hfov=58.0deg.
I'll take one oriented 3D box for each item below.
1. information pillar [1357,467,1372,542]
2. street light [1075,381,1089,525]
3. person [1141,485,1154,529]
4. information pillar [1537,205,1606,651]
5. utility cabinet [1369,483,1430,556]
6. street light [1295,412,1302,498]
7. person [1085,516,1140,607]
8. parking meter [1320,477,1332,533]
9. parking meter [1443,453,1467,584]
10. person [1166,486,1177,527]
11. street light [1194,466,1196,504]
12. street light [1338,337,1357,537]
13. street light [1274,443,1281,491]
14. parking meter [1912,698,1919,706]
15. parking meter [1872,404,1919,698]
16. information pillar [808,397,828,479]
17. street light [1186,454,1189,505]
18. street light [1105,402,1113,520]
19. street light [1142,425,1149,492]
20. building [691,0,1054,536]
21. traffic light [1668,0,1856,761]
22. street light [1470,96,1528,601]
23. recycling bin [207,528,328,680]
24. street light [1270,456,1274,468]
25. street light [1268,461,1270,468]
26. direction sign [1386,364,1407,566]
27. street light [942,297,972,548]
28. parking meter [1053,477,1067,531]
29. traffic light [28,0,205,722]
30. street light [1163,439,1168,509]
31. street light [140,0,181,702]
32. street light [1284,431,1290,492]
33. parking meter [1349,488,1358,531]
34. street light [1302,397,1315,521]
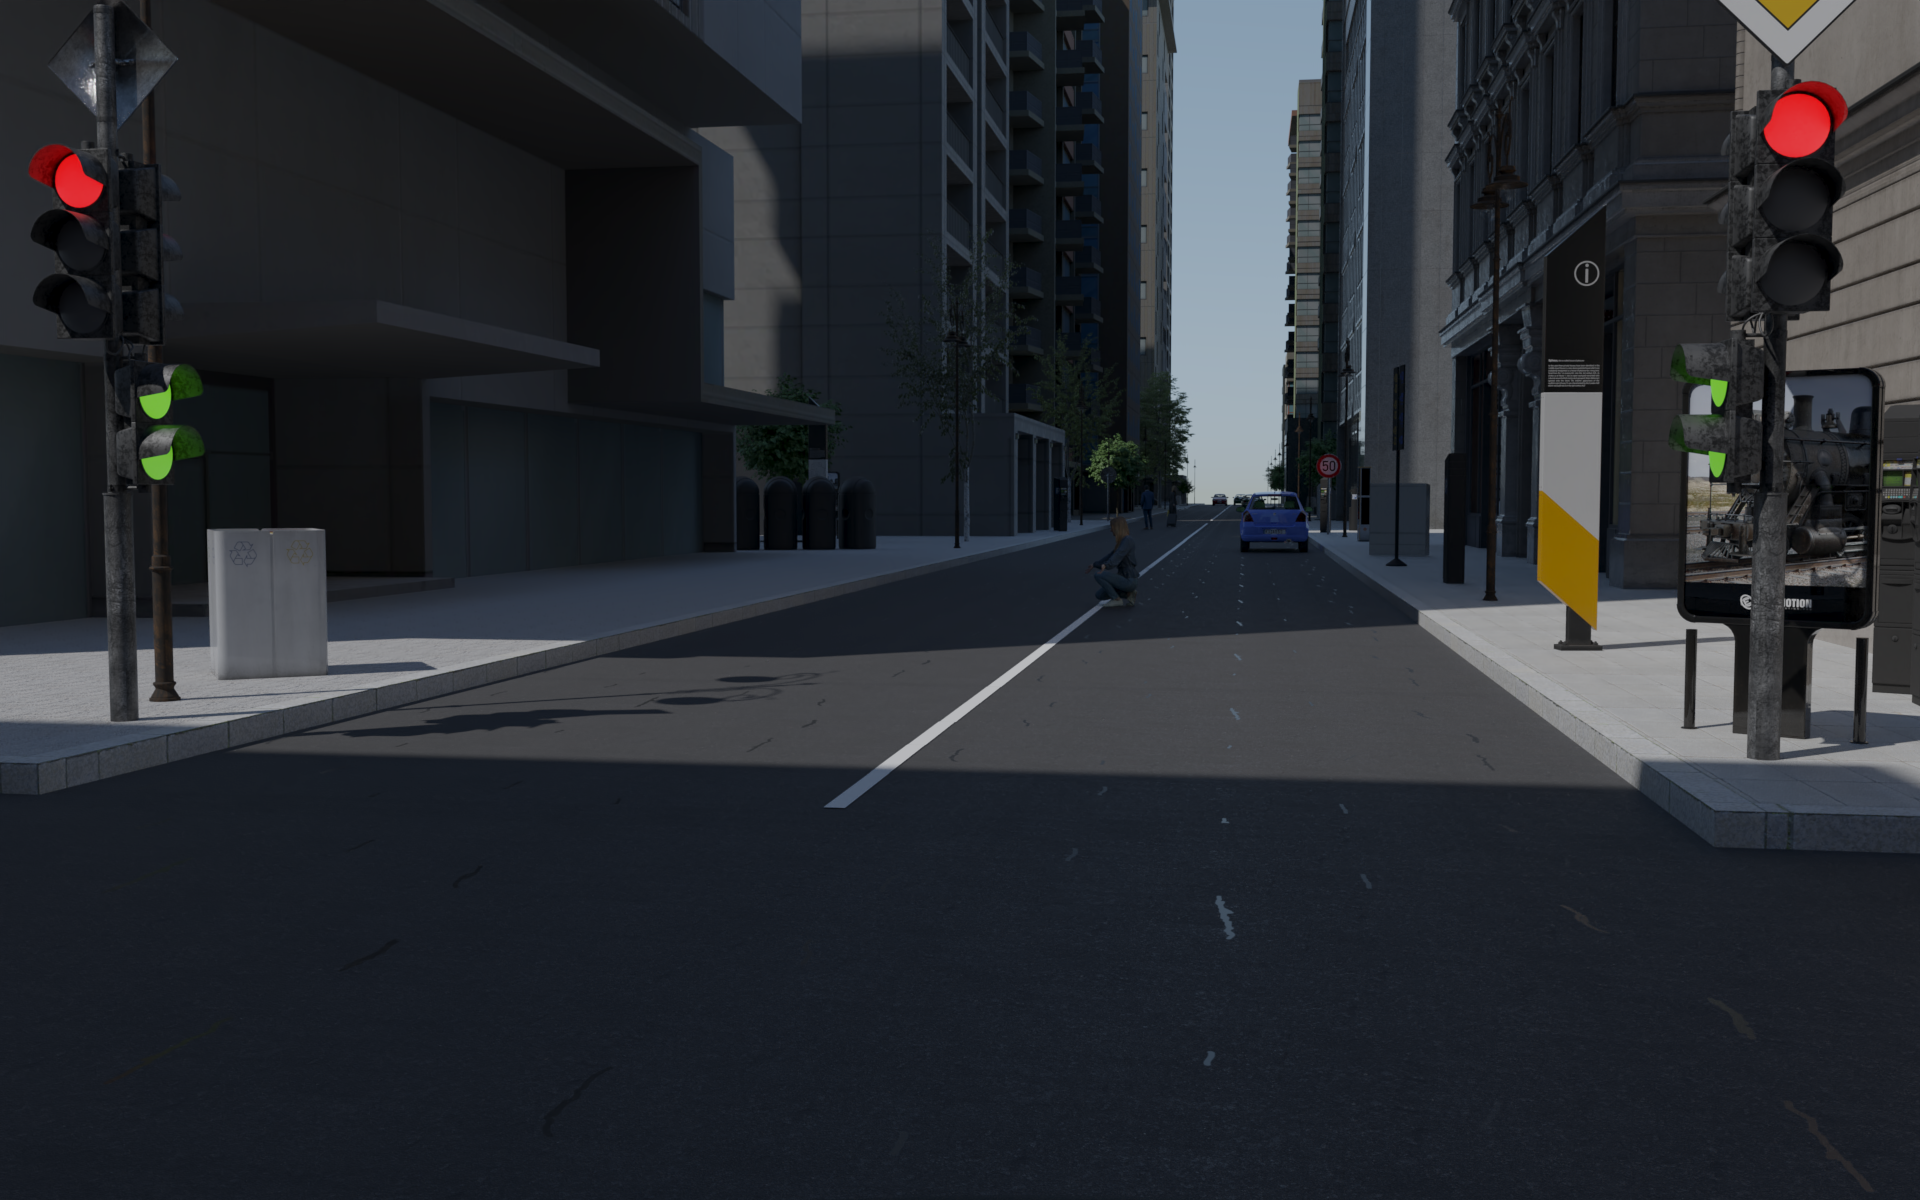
[{"bbox_3d":[10.906,-2.583,46.727,0.304,2.012,0.304,0,4,1],"label":"information pillar"},{"bbox_3d":[4.981,-6.002,70.913,0.468,5.910,1.993,1,4,9],"label":"street light"},{"bbox_3d":[7.618,-3.766,70.257,0.721,1.800,0.419,-2,4,-31],"label":"person"},{"bbox_3d":[5.002,-1.394,14.140,0.504,3.616,0.183,0,4,1],"label":"information pillar"},{"bbox_3d":[9.077,-1.656,35.756,1.173,1.500,0.318,2,4,30],"label":"utility cabinet"},{"bbox_3d":[19.038,-7.614,97.275,0.468,5.910,1.993,1,4,9],"label":"street light"},{"bbox_3d":[1.925,-0.494,22.075,0.738,1.151,1.012,1,4,8],"label":"person"},{"bbox_3d":[12.183,-3.180,57.706,0.255,1.863,0.399,2,4,35],"label":"parking meter"},{"bbox_3d":[7.104,-1.172,24.877,0.255,1.863,0.399,0,4,6],"label":"parking meter"},{"bbox_3d":[9.315,-4.129,76.221,0.699,1.804,1.509,1,4,20],"label":"person"},{"bbox_3d":[30.982,-15.643,228.553,0.468,5.910,1.993,1,4,9],"label":"street light"},{"bbox_3d":[11.439,-4.803,51.312,0.468,5.910,1.993,1,4,9],"label":"street light"},{"bbox_3d":[29.047,-11.300,157.547,0.468,5.910,1.993,1,4,9],"label":"street light"},{"bbox_3d":[5.959,-0.289,10.439,0.399,1.863,0.255,1,4,17],"label":"parking meter"},{"bbox_3d":[6.086,-0.335,11.182,0.255,1.863,0.399,3,4,38],"label":"parking meter"},{"bbox_3d":[-3.422,-3.076,41.640,0.504,3.616,0.183,1,4,23],"label":"information pillar"},{"bbox_3d":[26.014,-13.782,198.122,0.468,5.910,1.993,1,4,9],"label":"street light"},{"bbox_3d":[7.352,-6.896,85.543,0.468,5.910,1.993,1,4,9],"label":"street light"},{"bbox_3d":[12.372,-8.739,115.672,0.468,5.910,1.993,1,4,9],"label":"street light"},{"bbox_3d":[-6.752,-38.152,62.037,20.563,71.187,20.611,1,4,9],"label":"building"},{"bbox_3d":[3.880,-1.185,8.292,0.839,4.253,0.868,1,4,9],"label":"traffic light"},{"bbox_3d":[6.384,-2.929,20.671,0.468,5.910,1.993,1,4,9],"label":"street light"},{"bbox_3d":[-4.944,0.012,12.362,0.722,1.027,0.722,-2,4,-28],"label":"recycling bin"},{"bbox_3d":[32.396,-12.556,178.080,0.468,5.910,1.993,1,4,9],"label":"street light"},{"bbox_3d":[37.431,-14.408,208.362,0.468,5.910,1.993,1,4,9],"label":"street light"},{"bbox_3d":[7.778,-2.371,30.762,0.379,3.537,0.876,0,4,3],"label":"direction sign"},{"bbox_3d":[-0.069,-4.162,40.838,0.468,5.910,1.993,1,4,9],"label":"street light"},{"bbox_3d":[3.489,-3.354,60.542,0.399,1.863,0.255,2,4,25],"label":"parking meter"},{"bbox_3d":[-4.718,-1.270,9.691,0.839,4.253,0.868,1,4,9],"label":"traffic light"},{"bbox_3d":[17.279,-10.581,145.788,0.468,5.910,1.993,1,4,9],"label":"street light"},{"bbox_3d":[-4.939,-2.312,10.581,0.468,5.910,1.993,1,4,9],"label":"street light"},{"bbox_3d":[24.051,-9.460,127.463,0.468,5.910,1.993,1,4,9],"label":"street light"},{"bbox_3d":[13.825,-3.198,60.693,0.372,1.533,0.369,0,3,0],"label":"parking meter"},{"bbox_3d":[16.458,-6.643,81.393,0.468,5.910,1.993,1,4,9],"label":"street light"}]
